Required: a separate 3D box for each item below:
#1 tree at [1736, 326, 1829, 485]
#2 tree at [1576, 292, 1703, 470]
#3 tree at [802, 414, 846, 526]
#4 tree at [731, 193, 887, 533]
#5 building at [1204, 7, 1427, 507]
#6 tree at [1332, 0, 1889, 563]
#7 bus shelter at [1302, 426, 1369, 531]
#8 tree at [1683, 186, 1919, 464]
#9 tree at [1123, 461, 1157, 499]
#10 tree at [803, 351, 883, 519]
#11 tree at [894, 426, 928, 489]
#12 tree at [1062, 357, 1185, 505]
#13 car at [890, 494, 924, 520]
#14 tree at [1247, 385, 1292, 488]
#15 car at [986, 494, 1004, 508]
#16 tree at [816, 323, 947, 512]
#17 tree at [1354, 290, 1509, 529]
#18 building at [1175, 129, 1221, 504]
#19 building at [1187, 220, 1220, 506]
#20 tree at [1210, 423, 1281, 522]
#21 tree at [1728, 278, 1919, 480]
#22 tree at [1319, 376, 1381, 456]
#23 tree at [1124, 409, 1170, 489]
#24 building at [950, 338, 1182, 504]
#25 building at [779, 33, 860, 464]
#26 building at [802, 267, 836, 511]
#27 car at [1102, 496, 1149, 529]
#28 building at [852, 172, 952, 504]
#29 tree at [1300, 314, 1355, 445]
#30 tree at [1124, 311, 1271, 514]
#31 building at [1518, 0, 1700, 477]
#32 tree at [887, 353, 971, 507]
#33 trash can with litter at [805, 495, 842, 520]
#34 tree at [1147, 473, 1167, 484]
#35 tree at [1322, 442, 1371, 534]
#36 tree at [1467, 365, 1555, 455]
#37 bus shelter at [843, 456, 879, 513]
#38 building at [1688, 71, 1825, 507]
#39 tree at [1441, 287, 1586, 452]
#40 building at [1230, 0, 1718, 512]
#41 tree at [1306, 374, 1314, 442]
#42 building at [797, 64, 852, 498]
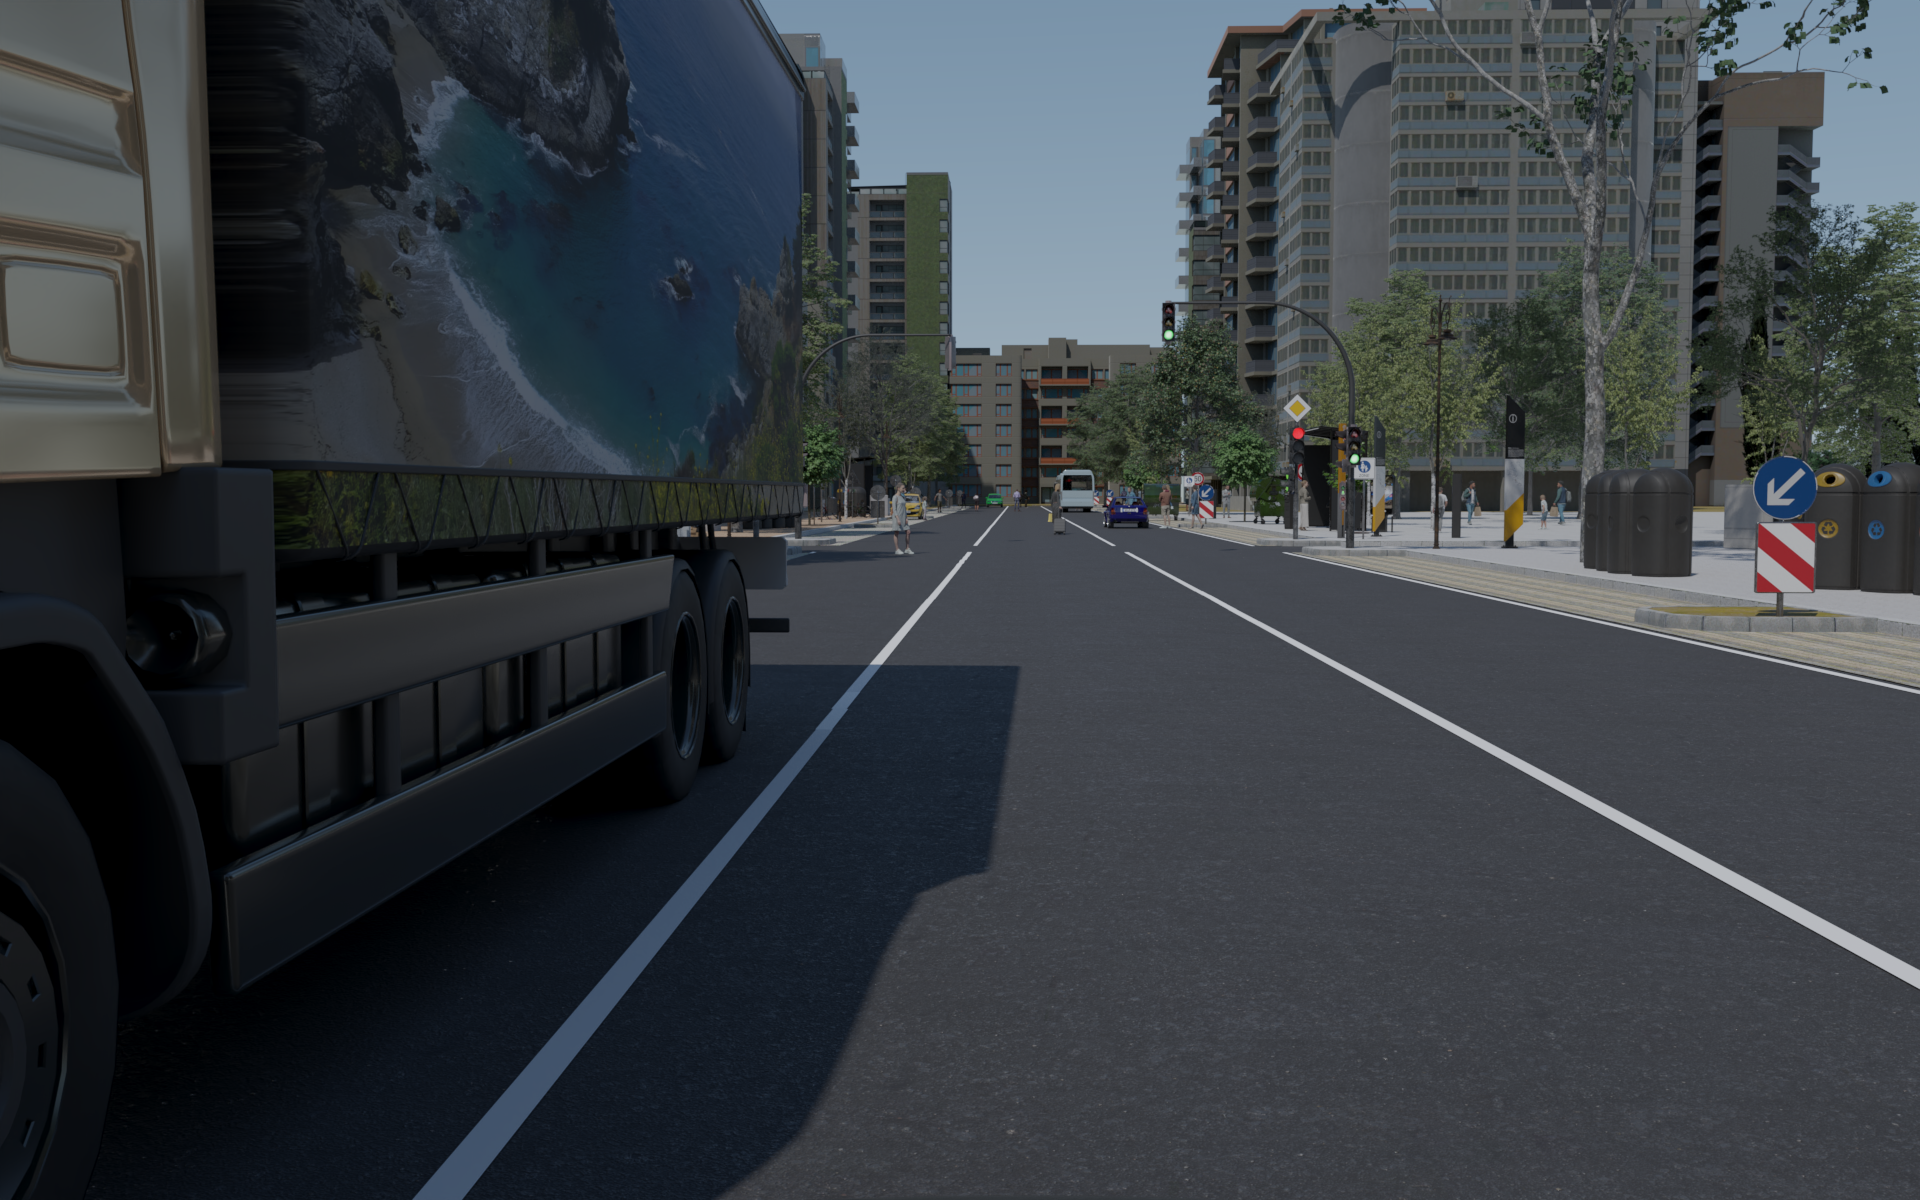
[{"bbox_3d":[36.106,-7.702,76.284,4.737,8.622,4.395,0,3,0],"label":"tree"},{"bbox_3d":[24.819,-6.923,63.560,4.737,8.622,4.395,0,3,0],"label":"tree"},{"bbox_3d":[-6.122,-5.309,70.518,4.285,4.588,4.351,0,3,0],"label":"tree"},{"bbox_3d":[-7.416,-8.537,57.702,7.486,12.596,7.792,0,3,0],"label":"tree"},{"bbox_3d":[34.690,-31.032,161.991,22.147,44.769,28.867,0,4,2],"label":"building"},{"bbox_3d":[10.743,-10.701,30.858,12.611,20.169,13.585,0,3,0],"label":"tree"},{"bbox_3d":[13.356,-4.366,62.661,1.731,3.624,6.357,0,4,2],"label":"bus shelter"},{"bbox_3d":[25.847,-7.274,53.341,7.601,10.594,8.767,-2,4,-24],"label":"tree"},{"bbox_3d":[14.745,-9.633,141.219,4.285,4.588,4.351,0,3,0],"label":"tree"},{"bbox_3d":[-5.931,-8.512,89.527,4.360,8.622,3.978,0,3,0],"label":"tree"},{"bbox_3d":[-4.410,-12.607,156.480,4.737,8.622,4.395,0,3,0],"label":"tree"},{"bbox_3d":[16.286,-15.585,161.467,9.857,13.997,8.962,0,3,0],"label":"tree"},{"bbox_3d":[-2.898,-5.321,97.224,2.015,1.641,3.980,0,4,3],"label":"car"},{"bbox_3d":[20.579,-10.218,117.419,4.360,8.622,3.978,0,3,0],"label":"tree"},{"bbox_3d":[3.712,-10.795,185.294,1.959,1.807,4.718,0,4,1],"label":"car"},{"bbox_3d":[-5.395,-13.042,123.610,12.009,13.543,11.850,0,3,0],"label":"tree"},{"bbox_3d":[17.541,-6.896,63.111,4.737,8.622,4.395,0,3,0],"label":"tree"},{"bbox_3d":[43.181,-37.010,224.724,30.456,49.044,23.786,0,4,2],"label":"building"},{"bbox_3d":[31.074,-25.228,184.176,14.160,30.474,14.107,0,4,2],"label":"building"},{"bbox_3d":[12.983,-5.850,79.368,4.285,4.588,4.351,0,3,0],"label":"tree"},{"bbox_3d":[56.588,-12.609,107.983,18.604,14.587,13.155,-1,4,-19],"label":"tree"},{"bbox_3d":[24.384,-9.705,109.034,4.360,8.622,3.978,0,3,0],"label":"tree"},{"bbox_3d":[13.952,-10.493,121.915,4.737,8.622,4.395,0,3,0],"label":"tree"},{"bbox_3d":[13.611,-23.499,229.245,28.899,21.520,27.650,0,4,2],"label":"building"},{"bbox_3d":[-26.133,-34.370,181.564,30.456,49.044,23.786,0,4,2],"label":"building"},{"bbox_3d":[-25.381,-18.068,140.450,27.650,21.520,28.899,0,4,2],"label":"building"},{"bbox_3d":[7.029,-3.720,73.410,1.945,1.354,3.894,0,4,1],"label":"car"},{"bbox_3d":[-8.093,-32.973,222.700,14.086,41.232,14.154,0,4,2],"label":"building"},{"bbox_3d":[16.852,-7.351,70.544,4.737,8.622,4.395,0,3,0],"label":"tree"},{"bbox_3d":[14.885,-11.728,108.762,9.611,12.733,9.660,0,3,0],"label":"tree"},{"bbox_3d":[61.763,-45.298,178.881,20.611,71.187,20.563,0,4,2],"label":"building"},{"bbox_3d":[-3.801,-13.566,139.932,7.486,12.596,7.792,0,3,0],"label":"tree"},{"bbox_3d":[-6.798,-4.633,86.811,2.233,1.210,1.678,-2,4,-23],"label":"trash can with litter"},{"bbox_3d":[14.675,-8.219,128.986,1.663,3.219,1.824,0,3,0],"label":"tree"},{"bbox_3d":[12.826,-3.773,56.288,1.663,3.219,1.824,0,3,0],"label":"tree"},{"bbox_3d":[37.370,-11.606,115.513,9.928,11.665,9.643,0,3,0],"label":"tree"},{"bbox_3d":[-6.264,-7.248,109.780,1.731,3.624,6.357,0,4,2],"label":"bus shelter"},{"bbox_3d":[79.346,-32.493,181.374,14.200,45.320,14.600,0,4,2],"label":"building"},{"bbox_3d":[25.245,-8.740,77.317,7.601,10.594,8.767,-3,5,-44],"label":"tree"},{"bbox_3d":[38.190,-27.140,135.617,32.217,40.220,23.993,0,4,2],"label":"building"},{"bbox_3d":[27.357,-12.298,119.202,7.486,12.596,7.792,0,3,0],"label":"tree"},{"bbox_3d":[-18.112,-29.203,161.069,14.154,41.232,14.086,0,4,2],"label":"building"}]
